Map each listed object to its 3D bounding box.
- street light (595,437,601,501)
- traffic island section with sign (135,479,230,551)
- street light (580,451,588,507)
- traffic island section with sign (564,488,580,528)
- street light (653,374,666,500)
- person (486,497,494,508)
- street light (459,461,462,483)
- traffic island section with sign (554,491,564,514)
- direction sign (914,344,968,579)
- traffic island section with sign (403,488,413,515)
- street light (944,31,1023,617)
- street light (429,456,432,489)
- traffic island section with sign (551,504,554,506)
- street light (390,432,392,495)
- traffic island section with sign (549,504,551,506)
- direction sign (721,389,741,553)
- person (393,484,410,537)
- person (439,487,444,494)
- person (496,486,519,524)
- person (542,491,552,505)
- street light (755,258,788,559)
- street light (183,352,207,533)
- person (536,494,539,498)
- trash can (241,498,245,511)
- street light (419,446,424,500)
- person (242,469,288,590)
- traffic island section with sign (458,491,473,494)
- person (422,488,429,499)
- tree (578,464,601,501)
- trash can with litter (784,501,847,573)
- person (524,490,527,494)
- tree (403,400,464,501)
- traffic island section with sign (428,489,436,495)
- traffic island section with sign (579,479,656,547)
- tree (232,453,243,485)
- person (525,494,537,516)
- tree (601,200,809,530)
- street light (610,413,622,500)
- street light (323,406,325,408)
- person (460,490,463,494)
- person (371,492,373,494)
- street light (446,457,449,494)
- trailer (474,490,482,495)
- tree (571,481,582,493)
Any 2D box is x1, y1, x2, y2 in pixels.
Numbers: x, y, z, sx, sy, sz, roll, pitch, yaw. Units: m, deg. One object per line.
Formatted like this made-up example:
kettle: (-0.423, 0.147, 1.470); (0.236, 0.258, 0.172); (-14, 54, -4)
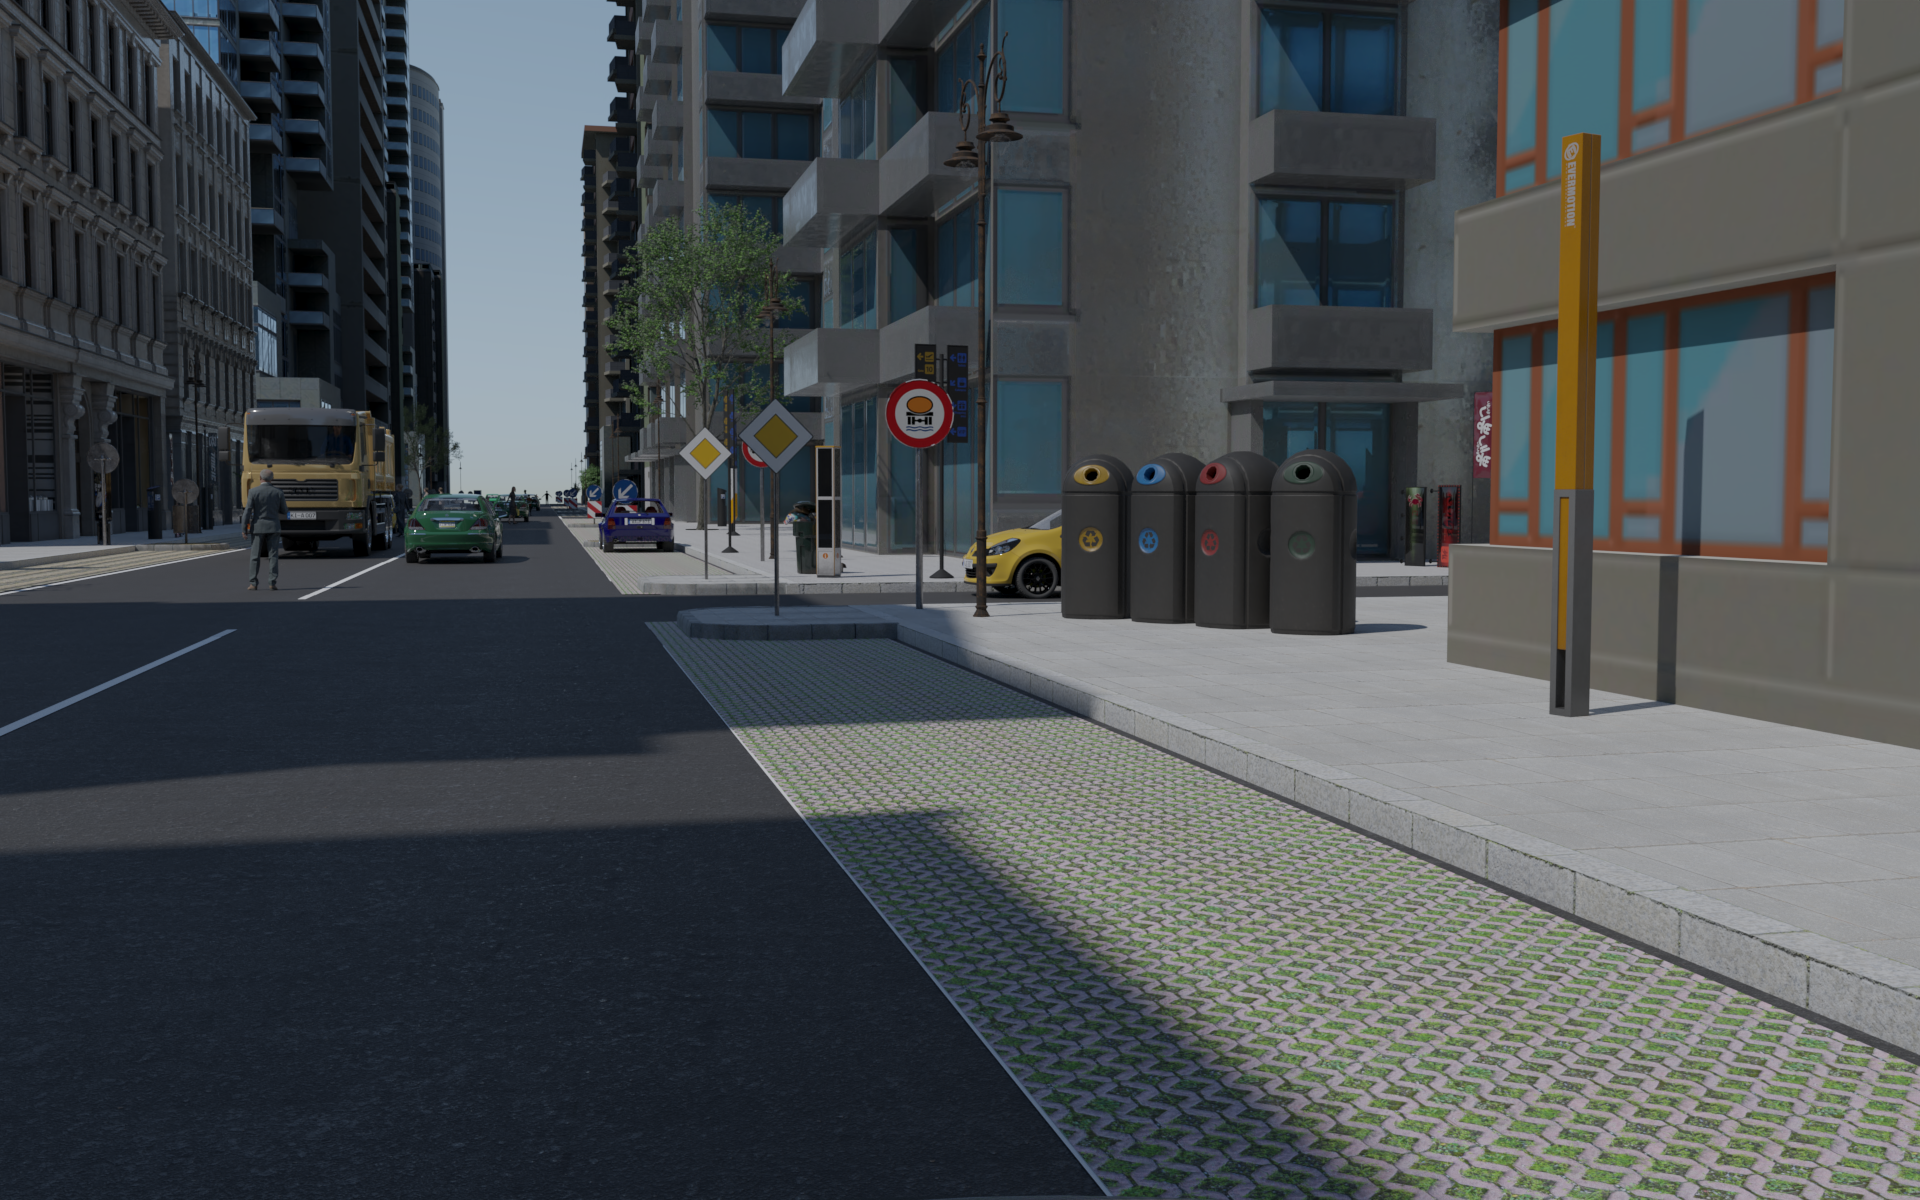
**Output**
street light: (-29.514, -10.295, 141.108); (0.468, 5.910, 1.993); (-1, 4, -14)
traffic island section with sign: (-19.847, -2.183, 44.316); (1.989, 1.847, 2.006); (-1, 4, -14)
street light: (-37.518, -12.276, 173.508); (0.468, 5.910, 1.993); (-1, 4, -14)
traffic island section with sign: (-15.799, -4.011, 74.206); (1.989, 1.847, 2.006); (-1, 4, -14)
street light: (-11.625, -5.756, 66.893); (0.468, 5.910, 1.993); (-1, 4, -14)
person: (-20.962, -3.934, 77.106); (0.425, 1.301, 0.394); (0, 4, -1)
street light: (-70.251, -16.569, 243.694); (0.468, 5.910, 1.993); (-1, 4, -14)
traffic island section with sign: (-27.531, -6.973, 122.642); (1.989, 1.847, 2.006); (-1, 4, -14)
direction sign: (-0.279, -2.099, 26.316); (0.876, 3.537, 0.379); (-2, 4, -24)
traffic island section with sign: (-38.179, -6.809, 119.959); (1.989, 1.847, 2.006); (-1, 4, -14)
street light: (0.224, -2.761, 17.937); (0.468, 5.910, 1.993); (-1, 4, -14)
street light: (-54.513, -12.583, 178.514); (0.468, 5.910, 1.993); (-1, 4, -14)
traffic island section with sign: (-33.878, -8.576, 148.842); (1.989, 1.847, 2.006); (-1, 4, -14)
street light: (-42.680, -9.615, 129.988); (0.468, 5.910, 1.993); (-1, 4, -14)
traffic island section with sign: (-47.109, -11.915, 203.439); (1.989, 1.847, 2.006); (-1, 4, -14)
direction sign: (-5.027, -2.798, 37.751); (0.379, 3.537, 0.876); (-1, 4, -21)
person: (-18.642, -2.993, 57.864); (0.534, 1.772, 0.576); (0, 4, -1)
person: (-27.638, -5.100, 92.224); (0.374, 1.781, 0.599); (0, 4, 6)
person: (-21.536, -4.492, 82.163); (0.699, 1.804, 1.509); (3, 5, 43)
person: (-52.364, -12.930, 219.529); (1.348, 1.869, 0.705); (-1, 4, -23)
street light: (-3.693, -3.747, 34.050); (0.468, 5.910, 1.993); (-1, 4, -14)
street light: (-24.834, -5.112, 56.371); (0.468, 5.910, 1.993); (-1, 4, -14)
person: (-57.069, -13.559, 233.450); (1.065, 1.426, 0.557); (2, 4, 27)
trash can: (-27.041, -3.327, 66.055); (0.748, 1.137, 0.748); (0, 3, 0)
street light: (-50.574, -11.609, 162.586); (0.468, 5.910, 1.993); (-1, 4, -14)
person: (-10.397, -1.053, 25.887); (0.661, 1.801, 0.590); (-2, 4, -32)
traffic island section with sign: (-57.776, -11.759, 200.893); (1.989, 1.847, 2.006); (-1, 4, -14)
person: (-29.488, -5.304, 95.553); (0.374, 1.781, 0.599); (-2, 4, -27)
tree: (-39.091, -12.289, 184.632); (4.285, 4.588, 4.351); (0, 3, 0)
trash can with litter: (-2.328, -1.022, 28.103); (0.624, 1.170, 1.055); (2, 4, 29)
person: (-38.915, -8.956, 154.900); (0.705, 1.831, 1.348); (-1, 4, -12)
tree: (-53.036, -14.428, 170.311); (8.767, 10.594, 7.601); (-1, 4, -13)
traffic island section with sign: (-44.689, -8.455, 146.859); (1.989, 1.847, 2.006); (-1, 4, -14)
traffic island section with sign: (-9.254, -2.358, 47.187); (1.989, 1.847, 2.006); (-1, 4, -14)
tree: (-28.120, -4.570, 69.321); (1.663, 3.219, 1.824); (0, 3, 0)
person: (-28.484, -6.281, 114.454); (1.065, 1.426, 0.557); (-1, 4, -22)
tree: (-9.034, -8.281, 61.157); (9.928, 11.665, 9.643); (0, 3, 0)
street light: (-19.534, -7.723, 99.051); (0.468, 5.910, 1.993); (-1, 4, -14)
street light: (-32.799, -7.138, 89.495); (0.468, 5.910, 1.993); (-1, 4, -14)
person: (-40.129, -7.988, 139.840); (0.721, 1.736, 1.217); (-1, 4, -20)
person: (-26.546, -4.227, 77.735); (0.709, 1.813, 0.853); (0, 4, 6)
street light: (-62.535, -14.601, 211.507); (0.468, 5.910, 1.993); (-1, 4, -14)
trailer: (-69.685, -14.867, 250.125); (1.471, 1.999, 3.904); (-1, 4, -12)
tree: (-55.492, -15.612, 249.855); (1.663, 3.219, 1.824); (0, 3, 0)
